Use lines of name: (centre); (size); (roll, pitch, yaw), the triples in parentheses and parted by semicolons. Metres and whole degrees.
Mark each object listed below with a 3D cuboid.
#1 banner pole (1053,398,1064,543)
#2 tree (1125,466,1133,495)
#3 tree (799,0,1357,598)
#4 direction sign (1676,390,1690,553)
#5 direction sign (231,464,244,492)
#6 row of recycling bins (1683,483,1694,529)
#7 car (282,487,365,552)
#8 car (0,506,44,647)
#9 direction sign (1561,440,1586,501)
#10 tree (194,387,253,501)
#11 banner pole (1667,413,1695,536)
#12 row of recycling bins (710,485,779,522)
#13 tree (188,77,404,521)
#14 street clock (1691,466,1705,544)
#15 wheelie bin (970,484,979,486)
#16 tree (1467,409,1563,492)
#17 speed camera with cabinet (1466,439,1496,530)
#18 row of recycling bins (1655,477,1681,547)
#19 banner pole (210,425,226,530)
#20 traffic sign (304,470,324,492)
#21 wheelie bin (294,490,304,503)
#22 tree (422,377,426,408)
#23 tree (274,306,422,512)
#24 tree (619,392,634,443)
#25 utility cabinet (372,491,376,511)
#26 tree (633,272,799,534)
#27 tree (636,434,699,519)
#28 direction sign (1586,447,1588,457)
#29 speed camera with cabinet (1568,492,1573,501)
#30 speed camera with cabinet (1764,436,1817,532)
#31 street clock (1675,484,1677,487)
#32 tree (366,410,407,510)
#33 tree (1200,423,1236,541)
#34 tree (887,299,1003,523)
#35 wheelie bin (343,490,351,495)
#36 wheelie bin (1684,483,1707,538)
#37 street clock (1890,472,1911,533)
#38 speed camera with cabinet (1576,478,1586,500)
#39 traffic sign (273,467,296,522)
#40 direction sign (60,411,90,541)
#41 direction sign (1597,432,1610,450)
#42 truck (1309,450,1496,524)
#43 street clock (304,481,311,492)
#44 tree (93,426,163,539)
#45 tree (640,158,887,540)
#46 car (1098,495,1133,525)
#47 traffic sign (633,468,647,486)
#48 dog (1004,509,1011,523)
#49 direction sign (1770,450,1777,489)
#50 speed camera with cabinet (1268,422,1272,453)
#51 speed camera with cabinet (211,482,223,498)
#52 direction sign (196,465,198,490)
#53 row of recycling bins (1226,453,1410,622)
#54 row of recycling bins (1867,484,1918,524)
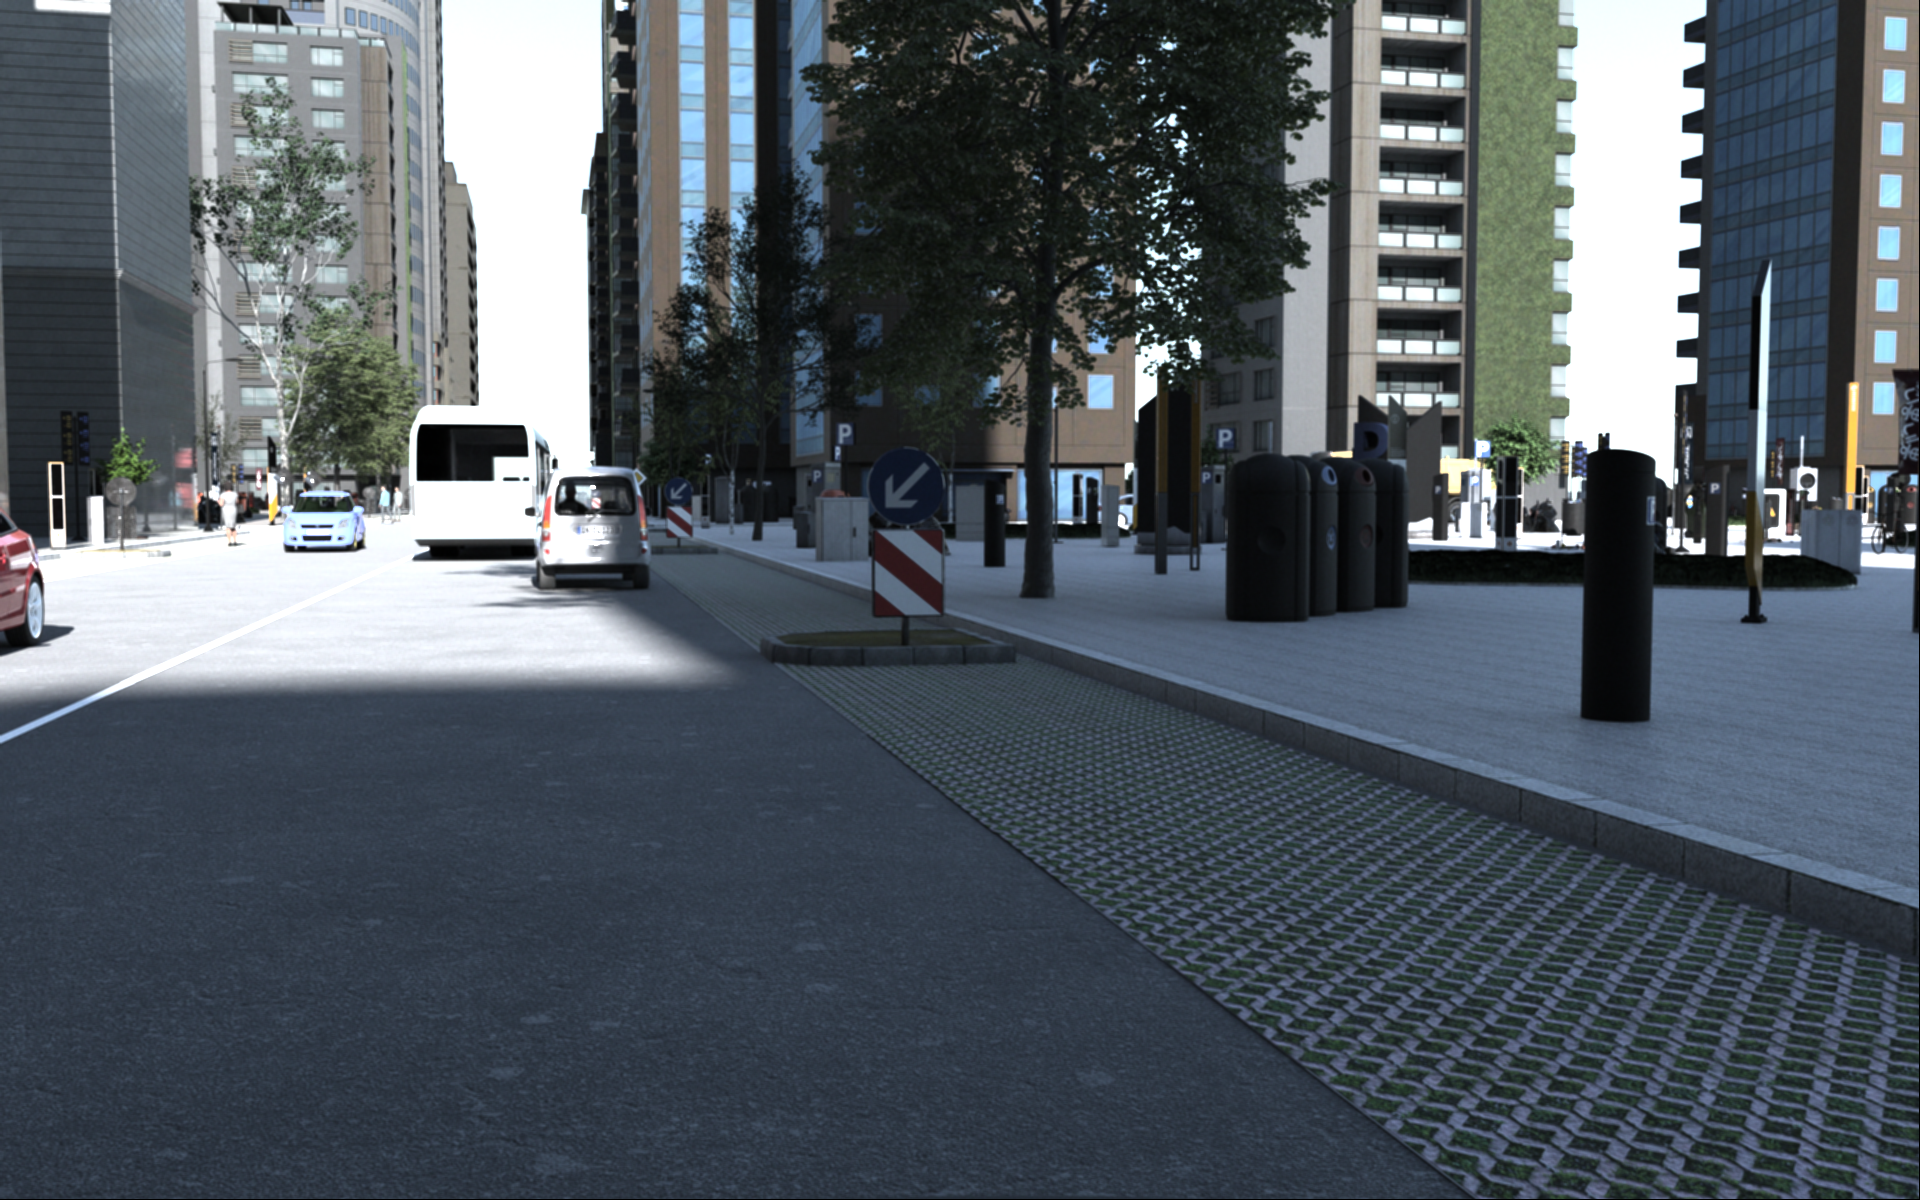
banner pole: (2.288, -3.383, 45.323); (0.863, 3.779, 0.401); (0, 4, 7)
tree: (11.995, -7.662, 119.868); (1.663, 3.219, 1.824); (0, 3, 0)
tree: (1.273, -6.322, 21.494); (7.486, 12.596, 7.792); (0, 3, 0)
direction sign: (15.855, -2.812, 37.974); (0.379, 3.537, 0.876); (2, 4, 27)
direction sign: (-54.821, -8.527, 131.410); (0.876, 3.537, 0.379); (-1, 4, -20)
row of recycling bins: (27.697, -3.563, 65.361); (1.069, 1.692, 3.534); (3, 4, 36)
car: (-16.105, -2.100, 43.919); (1.945, 1.707, 3.694); (-1, 4, -14)
car: (-9.221, -0.348, 14.725); (2.155, 1.783, 4.494); (-1, 4, -15)
direction sign: (25.881, -4.973, 73.305); (0.876, 3.537, 0.379); (1, 4, 18)
tree: (-51.706, -10.397, 120.359); (4.360, 8.622, 3.978); (0, 3, 0)
banner pole: (22.256, -3.881, 53.471); (0.401, 3.779, 0.863); (-2, 4, -35)
row of recycling bins: (-10.033, -4.389, 78.869); (3.534, 1.692, 1.069); (0, 4, -6)
tree: (-32.766, -13.782, 81.229); (12.611, 20.169, 13.585); (0, 3, 0)
street clock: (19.138, -2.466, 44.893); (0.358, 2.002, 0.471); (2, 4, 29)
wheelie bin: (0.435, -2.853, 54.555); (0.693, 1.594, 0.980); (-1, 4, -22)
tree: (21.389, -5.096, 67.026); (4.285, 4.588, 4.351); (0, 3, 0)
speed camera with cabinet: (18.963, -4.106, 61.465); (0.660, 3.252, 2.038); (-3, 4, -36)
row of recycling bins: (14.391, -1.818, 36.833); (1.069, 1.692, 3.534); (1, 4, 14)
banner pole: (-26.697, -4.418, 62.251); (0.401, 3.779, 0.863); (0, 4, 3)
traffic sign: (-26.371, -4.103, 70.731); (0.795, 2.450, 0.064); (-1, 4, -13)
wheelie bin: (-48.562, -7.316, 127.522); (0.980, 1.594, 0.693); (0, 4, 8)
tree: (-41.361, -12.545, 123.232); (7.486, 12.596, 7.792); (0, 3, 0)
tree: (-37.378, -11.421, 104.868); (7.486, 12.596, 7.792); (0, 3, 0)
tree: (-13.548, -8.134, 83.359); (4.737, 8.622, 4.395); (0, 3, 0)
utility cabinet: (-44.578, -7.519, 131.612); (1.173, 1.500, 0.318); (2, 4, 23)
tree: (-7.250, -6.411, 55.184); (4.737, 8.622, 4.395); (0, 3, 0)
tree: (-14.950, -6.424, 88.744); (4.285, 4.588, 4.351); (0, 3, 0)
direction sign: (29.759, -5.582, 83.265); (0.876, 3.537, 0.379); (-1, 4, -15)
speed camera with cabinet: (43.014, -7.958, 124.447); (0.660, 3.252, 2.038); (-2, 4, -33)
speed camera with cabinet: (28.026, -3.951, 58.935); (2.038, 3.252, 0.660); (0, 4, -2)
street clock: (47.564, -6.729, 114.595); (0.471, 2.002, 0.358); (-1, 4, -22)
tree: (-45.866, -11.505, 138.476); (4.737, 8.622, 4.395); (0, 3, 0)
tree: (6.679, -3.226, 47.354); (1.663, 3.219, 1.824); (0, 3, 0)
tree: (-0.587, -6.908, 63.314); (4.737, 8.622, 4.395); (0, 3, 0)
wheelie bin: (-50.346, -8.221, 142.325); (0.693, 1.594, 0.980); (2, 4, 32)
wheelie bin: (21.475, -2.589, 50.243); (0.980, 1.594, 0.693); (-3, 5, -40)
street clock: (30.417, -3.143, 55.965); (0.358, 2.002, 0.471); (-1, 4, -20)
speed camera with cabinet: (40.668, -7.247, 112.824); (0.660, 3.252, 2.038); (2, 4, 31)
traffic sign: (-24.544, -3.628, 62.957); (0.795, 2.450, 0.064); (-1, 4, -13)
direction sign: (-24.245, -3.397, 47.530); (0.379, 3.537, 0.876); (1, 4, 22)
direction sign: (23.671, -4.389, 63.760); (0.379, 3.537, 0.876); (0, 4, -7)
truck: (19.621, -5.005, 77.762); (9.791, 3.379, 3.469); (-1, 4, -11)
street clock: (-36.151, -5.588, 95.938); (0.358, 2.002, 0.471); (-3, 5, -40)
tree: (-23.995, -3.363, 49.590); (1.663, 3.219, 1.824); (0, 3, 0)
tree: (-5.270, -6.926, 47.653); (7.601, 10.594, 8.767); (-1, 4, -9)
car: (7.812, -3.826, 74.552); (4.499, 1.417, 2.014); (-1, 4, -12)
traffic sign: (-12.278, -3.802, 65.807); (0.795, 2.450, 0.064); (-1, 4, -13)
dog: (1.917, -3.466, 73.504); (0.513, 0.831, 0.800); (0, 3, 0)
direction sign: (41.663, -5.911, 88.636); (0.876, 3.537, 0.379); (-3, 4, -39)
speed camera with cabinet: (9.158, -3.232, 47.180); (2.038, 3.252, 0.660); (2, 4, 27)
speed camera with cabinet: (-55.235, -8.222, 128.759); (0.660, 3.252, 2.038); (-1, 4, -14)
direction sign: (-54.648, -8.076, 124.044); (0.379, 3.537, 0.876); (-1, 4, -21)
row of recycling bins: (3.883, -0.713, 18.769); (1.069, 1.692, 3.534); (3, 4, 36)
row of recycling bins: (40.213, -4.101, 74.169); (3.534, 1.692, 1.069); (2, 4, 23)
